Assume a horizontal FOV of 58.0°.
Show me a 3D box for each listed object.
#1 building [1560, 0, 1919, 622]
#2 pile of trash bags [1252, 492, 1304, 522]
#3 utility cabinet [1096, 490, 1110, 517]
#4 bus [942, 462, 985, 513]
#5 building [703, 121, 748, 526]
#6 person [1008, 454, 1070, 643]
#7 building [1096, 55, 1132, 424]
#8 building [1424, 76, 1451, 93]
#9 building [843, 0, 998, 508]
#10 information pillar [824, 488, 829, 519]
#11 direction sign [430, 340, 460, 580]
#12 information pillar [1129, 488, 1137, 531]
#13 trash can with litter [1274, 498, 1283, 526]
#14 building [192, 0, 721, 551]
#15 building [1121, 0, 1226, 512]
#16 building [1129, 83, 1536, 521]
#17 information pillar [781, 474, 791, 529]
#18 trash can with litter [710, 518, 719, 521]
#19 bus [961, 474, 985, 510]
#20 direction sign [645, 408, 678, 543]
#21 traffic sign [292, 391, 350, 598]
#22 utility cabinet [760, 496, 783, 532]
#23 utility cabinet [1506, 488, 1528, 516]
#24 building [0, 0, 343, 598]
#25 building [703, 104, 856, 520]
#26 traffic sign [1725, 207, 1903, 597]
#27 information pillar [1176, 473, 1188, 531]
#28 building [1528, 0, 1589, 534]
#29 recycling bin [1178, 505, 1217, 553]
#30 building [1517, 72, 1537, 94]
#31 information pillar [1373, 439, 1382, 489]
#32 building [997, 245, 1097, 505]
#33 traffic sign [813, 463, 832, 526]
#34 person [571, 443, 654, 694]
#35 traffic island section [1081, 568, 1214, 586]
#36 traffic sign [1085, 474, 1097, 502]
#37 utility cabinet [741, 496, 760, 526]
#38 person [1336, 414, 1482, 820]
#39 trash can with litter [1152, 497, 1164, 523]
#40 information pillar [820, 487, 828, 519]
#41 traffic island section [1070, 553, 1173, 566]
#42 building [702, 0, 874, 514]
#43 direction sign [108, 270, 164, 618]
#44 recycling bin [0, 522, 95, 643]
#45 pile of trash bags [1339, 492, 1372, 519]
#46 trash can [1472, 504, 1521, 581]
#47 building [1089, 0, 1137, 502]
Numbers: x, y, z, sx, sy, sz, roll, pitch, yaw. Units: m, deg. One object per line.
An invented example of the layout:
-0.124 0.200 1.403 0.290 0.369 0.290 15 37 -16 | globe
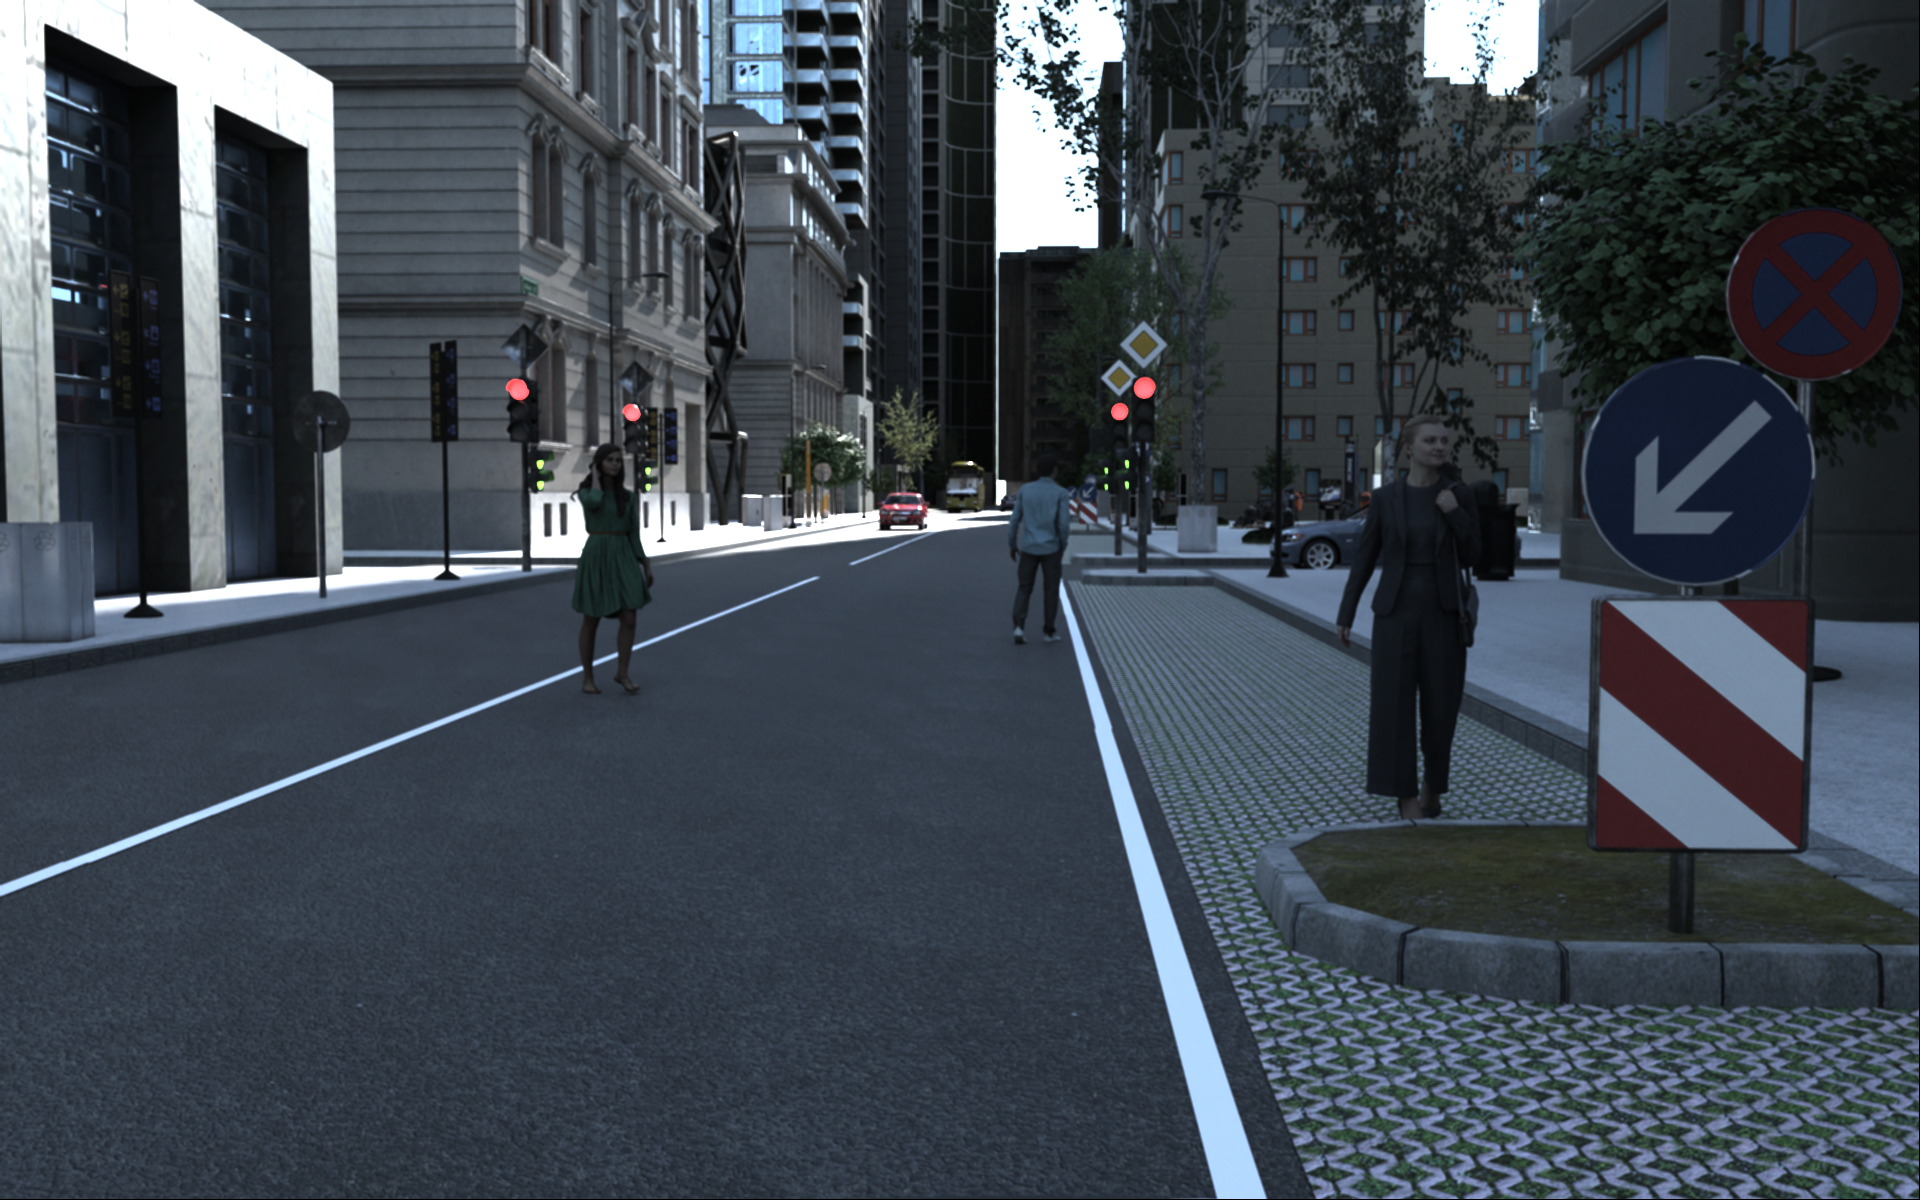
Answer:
22.301 -10.128 10.632 27.650 21.520 28.899 0 4 2 | building
15.012 -4.353 80.928 1.912 1.369 3.447 3 5 42 | pile of trash bags
8.090 -5.322 95.696 1.173 1.500 0.318 -2 4 -26 | utility cabinet
0.440 -8.824 135.818 2.896 3.916 12.252 0 4 3 | bus
-17.405 -12.419 70.500 16.820 18.784 16.811 0 4 2 | building
0.743 -0.500 16.692 0.660 1.820 0.620 1 4 20 | person
21.128 -32.190 176.413 14.600 45.320 14.200 0 4 2 | building
43.355 -29.072 167.208 23.993 40.220 32.217 0 4 2 | building
-5.994 -46.951 205.900 20.611 71.187 20.563 0 4 2 | building
-6.857 -5.155 88.772 0.304 2.012 0.304 0 4 -7 | information pillar
-7.695 -2.073 25.886 0.379 3.537 0.876 -3 5 -40 | direction sign
6.164 -3.459 61.042 0.304 2.012 0.304 2 4 32 | information pillar
9.460 -2.444 51.021 1.678 1.210 2.233 0 4 5 | trash can with litter
-15.543 -16.045 49.729 14.401 28.519 23.554 0 4 2 | building
21.619 -42.140 127.244 20.563 71.187 20.611 0 4 2 | building
24.077 -15.360 96.174 27.650 21.520 28.899 0 4 2 | building
-6.463 -3.673 64.545 0.304 2.012 0.304 3 4 37 | information pillar
-11.879 -4.346 82.112 1.678 1.210 2.233 1 4 14 | trash can with litter
0.666 -10.000 155.042 2.896 3.916 12.252 0 4 4 | bus
-7.850 -3.275 45.551 0.876 3.537 0.379 -2 4 -26 | direction sign
-7.877 -1.299 21.342 0.768 2.556 0.104 1 4 9 | traffic sign
-6.419 -2.950 59.387 0.306 1.237 1.020 1 4 19 | utility cabinet
22.172 -3.651 68.372 1.173 1.500 0.318 -1 4 -16 | utility cabinet
-25.776 -42.923 14.460 31.000 86.520 22.319 0 4 2 | building
-13.596 -15.562 96.247 13.314 21.916 24.055 0 4 2 | building
3.800 -0.471 7.800 0.768 2.556 0.104 0 4 3 | traffic sign
7.704 -3.404 60.147 0.304 2.012 0.304 -1 4 -14 | information pillar
31.638 -26.145 47.078 30.456 49.044 23.786 0 4 2 | building
5.238 -1.568 38.190 0.722 1.027 0.722 2 4 23 | recycling bin
70.348 -31.566 170.722 28.867 44.769 22.147 0 4 2 | building
17.626 -5.006 73.201 0.504 3.616 0.183 -3 5 -40 | information pillar
11.380 -26.439 203.985 14.107 30.474 14.160 0 4 2 | building
-5.586 -4.292 70.275 0.768 2.556 0.104 1 4 10 | traffic sign
-2.525 -0.226 12.449 0.529 1.795 0.600 3 5 42 | person
2.991 -0.364 28.238 2.009 0.180 2.903 0 4 2 | traffic island section
8.345 -6.743 110.359 0.768 2.556 0.104 1 4 9 | traffic sign
-8.311 -3.553 69.249 0.306 1.237 1.020 2 4 28 | utility cabinet
1.957 0.087 7.492 0.576 1.772 0.534 0 4 -7 | person
8.909 -4.022 77.144 1.055 1.170 0.624 -3 5 -44 | trash can with litter
-6.895 -5.879 87.477 0.504 3.616 0.183 3 4 38 | information pillar
3.329 -0.852 36.216 2.009 0.180 2.903 0 4 2 | traffic island section
-17.077 -49.735 125.845 22.319 86.520 31.000 0 4 2 | building
-8.530 -1.590 17.994 0.379 3.537 0.876 0 4 6 | direction sign
-8.103 -0.163 15.223 0.722 1.027 0.722 -1 4 -9 | recycling bin
15.558 -3.480 66.658 1.912 1.369 3.447 1 4 14 | pile of trash bags
7.935 -0.862 25.754 0.748 1.137 0.748 0 3 0 | trash can
23.187 -51.365 152.490 22.319 86.520 31.000 0 4 2 | building
